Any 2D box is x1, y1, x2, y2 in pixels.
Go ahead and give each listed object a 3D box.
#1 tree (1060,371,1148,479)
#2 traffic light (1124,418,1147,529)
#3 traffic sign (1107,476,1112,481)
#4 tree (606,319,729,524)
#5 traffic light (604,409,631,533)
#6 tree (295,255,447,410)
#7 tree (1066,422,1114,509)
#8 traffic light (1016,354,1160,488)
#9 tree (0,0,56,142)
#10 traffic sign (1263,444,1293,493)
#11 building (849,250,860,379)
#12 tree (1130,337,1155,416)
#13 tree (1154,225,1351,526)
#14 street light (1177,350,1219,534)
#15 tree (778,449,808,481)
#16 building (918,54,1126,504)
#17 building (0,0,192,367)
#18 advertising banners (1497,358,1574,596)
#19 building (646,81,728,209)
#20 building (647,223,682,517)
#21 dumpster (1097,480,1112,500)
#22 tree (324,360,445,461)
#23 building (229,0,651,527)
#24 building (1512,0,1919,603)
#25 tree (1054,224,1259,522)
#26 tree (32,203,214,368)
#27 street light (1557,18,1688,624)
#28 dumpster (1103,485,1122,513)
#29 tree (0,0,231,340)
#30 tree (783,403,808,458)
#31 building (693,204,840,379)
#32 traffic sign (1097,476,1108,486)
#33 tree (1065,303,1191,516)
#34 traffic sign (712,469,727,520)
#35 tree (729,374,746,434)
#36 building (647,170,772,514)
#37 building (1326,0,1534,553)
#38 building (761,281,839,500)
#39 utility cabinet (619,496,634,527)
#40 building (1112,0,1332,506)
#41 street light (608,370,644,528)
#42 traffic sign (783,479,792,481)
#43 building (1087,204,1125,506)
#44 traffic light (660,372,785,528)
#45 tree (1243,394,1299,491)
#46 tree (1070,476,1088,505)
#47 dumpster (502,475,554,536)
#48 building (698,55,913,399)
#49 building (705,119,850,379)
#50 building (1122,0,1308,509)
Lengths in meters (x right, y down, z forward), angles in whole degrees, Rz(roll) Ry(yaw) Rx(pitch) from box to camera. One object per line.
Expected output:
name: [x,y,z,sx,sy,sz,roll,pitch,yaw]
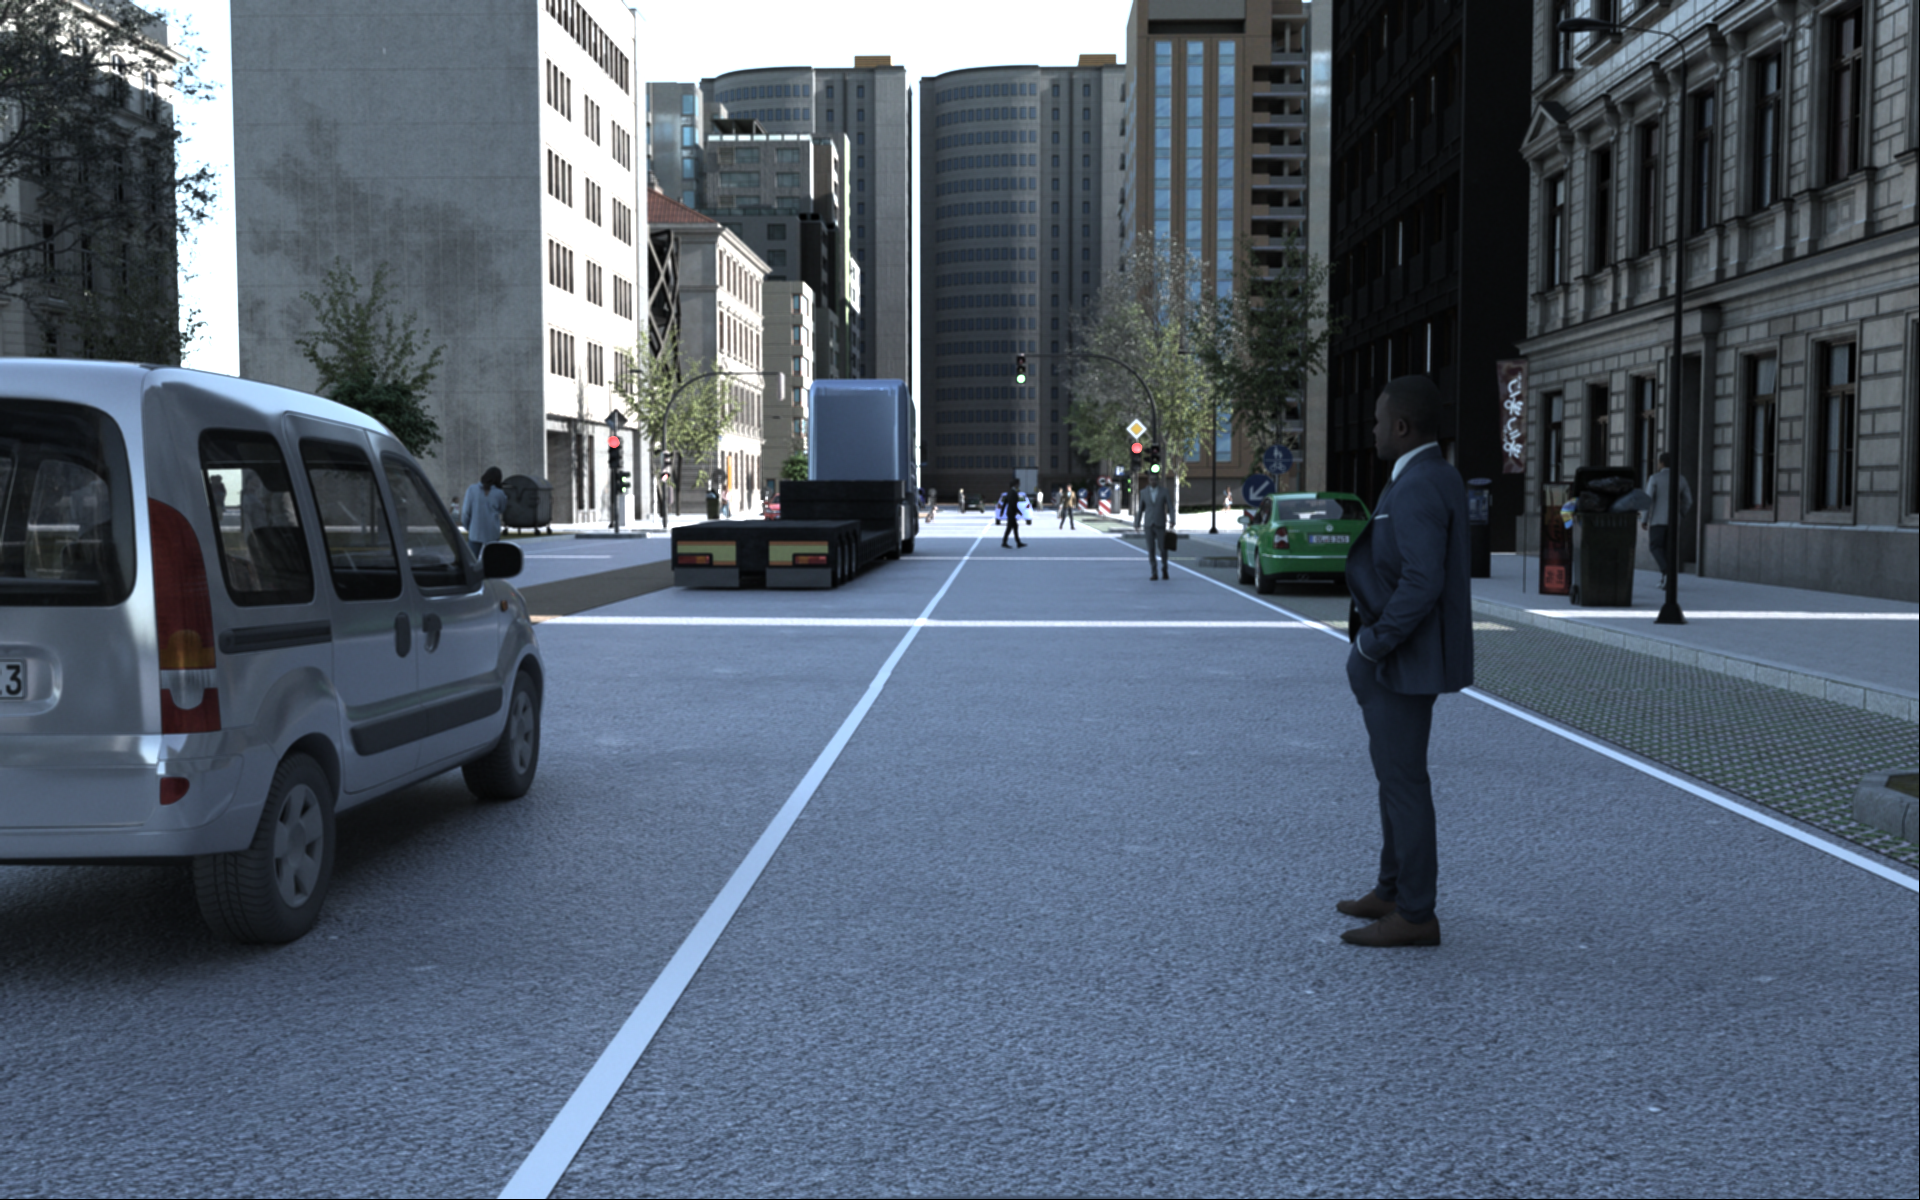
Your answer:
tree: [11.912,-12.890,136.509,9.928,11.665,9.643,0,3,0]
traffic light: [6.524,-4.611,64.317,0.839,4.253,0.868,0,4,2]
traffic sign: [10.636,-7.575,123.858,0.884,2.594,0.081,0,4,3]
tree: [-12.819,-7.556,73.904,4.737,8.622,4.395,0,3,0]
traffic light: [-11.264,-4.154,56.832,0.839,4.253,0.868,0,4,2]
tree: [-18.569,-6.362,54.373,4.737,8.622,4.395,0,3,0]
tree: [11.609,-12.336,152.054,4.360,8.622,3.978,0,3,0]
traffic light: [4.197,-4.990,56.255,4.771,5.953,1.251,0,4,2]
tree: [-31.482,-11.822,49.176,12.611,20.169,13.585,0,3,0]
traffic sign: [8.164,-2.719,44.558,0.768,2.556,0.104,0,4,5]
building: [-19.143,-26.575,206.205,14.107,30.474,14.160,0,4,2]
tree: [9.054,-7.340,70.367,4.737,8.622,4.395,0,3,0]
tree: [8.330,-5.911,47.006,4.737,8.622,4.395,0,3,0]
street light: [7.707,-5.114,56.153,1.470,5.913,1.316,0,4,2]
tree: [-11.551,-8.592,124.187,4.285,4.588,4.351,0,3,0]
building: [8.701,-42.429,235.709,28.212,58.520,21.231,0,4,2]
building: [-59.819,-18.397,77.205,44.131,29.872,17.030,0,4,2]
advertising banners: [7.583,-1.573,21.902,0.090,3.025,2.074,-2,4,-32]
building: [-41.548,-35.605,201.753,30.456,49.044,23.786,0,4,2]
building: [-24.253,-13.986,96.123,16.820,18.784,16.811,0,4,2]
dumpster: [10.197,-7.111,118.761,1.502,2.255,1.985,0,4,2]
tree: [-14.305,-3.578,42.210,4.285,4.588,4.351,0,3,0]
building: [-21.946,-15.849,77.151,12.078,24.808,19.932,0,4,2]
building: [16.179,-9.920,26.815,10.561,19.102,19.286,0,4,2]
tree: [9.245,-10.308,78.910,12.009,13.543,11.850,0,3,0]
tree: [-20.484,-5.674,43.129,4.360,8.622,3.978,0,3,0]
street light: [6.524,-2.723,17.055,1.470,5.913,1.316,0,4,2]
dumpster: [10.184,-6.717,115.587,1.264,1.857,1.865,0,4,2]
tree: [-15.375,-6.918,23.475,12.009,13.543,11.850,0,3,0]
tree: [-11.510,-11.096,131.777,4.360,8.622,3.978,0,3,0]
building: [-19.906,-24.786,176.948,14.160,30.474,14.107,0,4,2]
traffic sign: [9.868,-7.336,120.046,0.768,2.556,0.104,1,4,10]
tree: [9.898,-11.269,102.379,7.486,12.596,7.792,0,3,0]
traffic sign: [-12.126,-5.327,87.198,0.768,2.556,0.104,0,4,4]
tree: [-13.338,-8.556,90.248,4.737,8.622,4.395,0,3,0]
building: [-20.219,-17.387,120.436,11.583,22.565,21.152,0,4,2]
building: [17.221,-13.158,44.814,12.332,23.373,15.834,0,4,2]
building: [-26.099,-18.998,155.655,27.650,21.520,28.899,0,4,2]
utility cabinet: [-13.186,-3.504,68.456,0.306,1.237,1.020,0,4,8]
building: [27.394,-33.800,172.245,23.786,49.044,30.456,0,4,2]
street light: [-12.499,-5.640,64.748,1.470,5.913,1.316,0,4,2]
traffic sign: [-11.411,-6.861,114.299,0.606,2.300,0.079,0,4,6]
building: [31.100,-31.053,199.591,32.217,40.220,23.993,0,4,2]
traffic light: [-8.936,-5.512,64.788,4.771,5.953,1.251,0,4,2]
tree: [22.534,-10.801,126.958,4.360,8.622,3.978,0,3,0]
tree: [12.726,-11.265,178.781,1.663,3.219,1.824,0,3,0]
dumpster: [-13.458,-2.938,53.798,1.264,1.857,1.865,0,4,1]
building: [-20.660,-42.475,236.463,28.212,58.520,21.231,0,4,2]
building: [-19.739,-31.015,190.691,14.154,41.232,14.086,0,4,2]
building: [21.655,-30.588,150.230,14.600,45.320,14.200,0,4,2]
